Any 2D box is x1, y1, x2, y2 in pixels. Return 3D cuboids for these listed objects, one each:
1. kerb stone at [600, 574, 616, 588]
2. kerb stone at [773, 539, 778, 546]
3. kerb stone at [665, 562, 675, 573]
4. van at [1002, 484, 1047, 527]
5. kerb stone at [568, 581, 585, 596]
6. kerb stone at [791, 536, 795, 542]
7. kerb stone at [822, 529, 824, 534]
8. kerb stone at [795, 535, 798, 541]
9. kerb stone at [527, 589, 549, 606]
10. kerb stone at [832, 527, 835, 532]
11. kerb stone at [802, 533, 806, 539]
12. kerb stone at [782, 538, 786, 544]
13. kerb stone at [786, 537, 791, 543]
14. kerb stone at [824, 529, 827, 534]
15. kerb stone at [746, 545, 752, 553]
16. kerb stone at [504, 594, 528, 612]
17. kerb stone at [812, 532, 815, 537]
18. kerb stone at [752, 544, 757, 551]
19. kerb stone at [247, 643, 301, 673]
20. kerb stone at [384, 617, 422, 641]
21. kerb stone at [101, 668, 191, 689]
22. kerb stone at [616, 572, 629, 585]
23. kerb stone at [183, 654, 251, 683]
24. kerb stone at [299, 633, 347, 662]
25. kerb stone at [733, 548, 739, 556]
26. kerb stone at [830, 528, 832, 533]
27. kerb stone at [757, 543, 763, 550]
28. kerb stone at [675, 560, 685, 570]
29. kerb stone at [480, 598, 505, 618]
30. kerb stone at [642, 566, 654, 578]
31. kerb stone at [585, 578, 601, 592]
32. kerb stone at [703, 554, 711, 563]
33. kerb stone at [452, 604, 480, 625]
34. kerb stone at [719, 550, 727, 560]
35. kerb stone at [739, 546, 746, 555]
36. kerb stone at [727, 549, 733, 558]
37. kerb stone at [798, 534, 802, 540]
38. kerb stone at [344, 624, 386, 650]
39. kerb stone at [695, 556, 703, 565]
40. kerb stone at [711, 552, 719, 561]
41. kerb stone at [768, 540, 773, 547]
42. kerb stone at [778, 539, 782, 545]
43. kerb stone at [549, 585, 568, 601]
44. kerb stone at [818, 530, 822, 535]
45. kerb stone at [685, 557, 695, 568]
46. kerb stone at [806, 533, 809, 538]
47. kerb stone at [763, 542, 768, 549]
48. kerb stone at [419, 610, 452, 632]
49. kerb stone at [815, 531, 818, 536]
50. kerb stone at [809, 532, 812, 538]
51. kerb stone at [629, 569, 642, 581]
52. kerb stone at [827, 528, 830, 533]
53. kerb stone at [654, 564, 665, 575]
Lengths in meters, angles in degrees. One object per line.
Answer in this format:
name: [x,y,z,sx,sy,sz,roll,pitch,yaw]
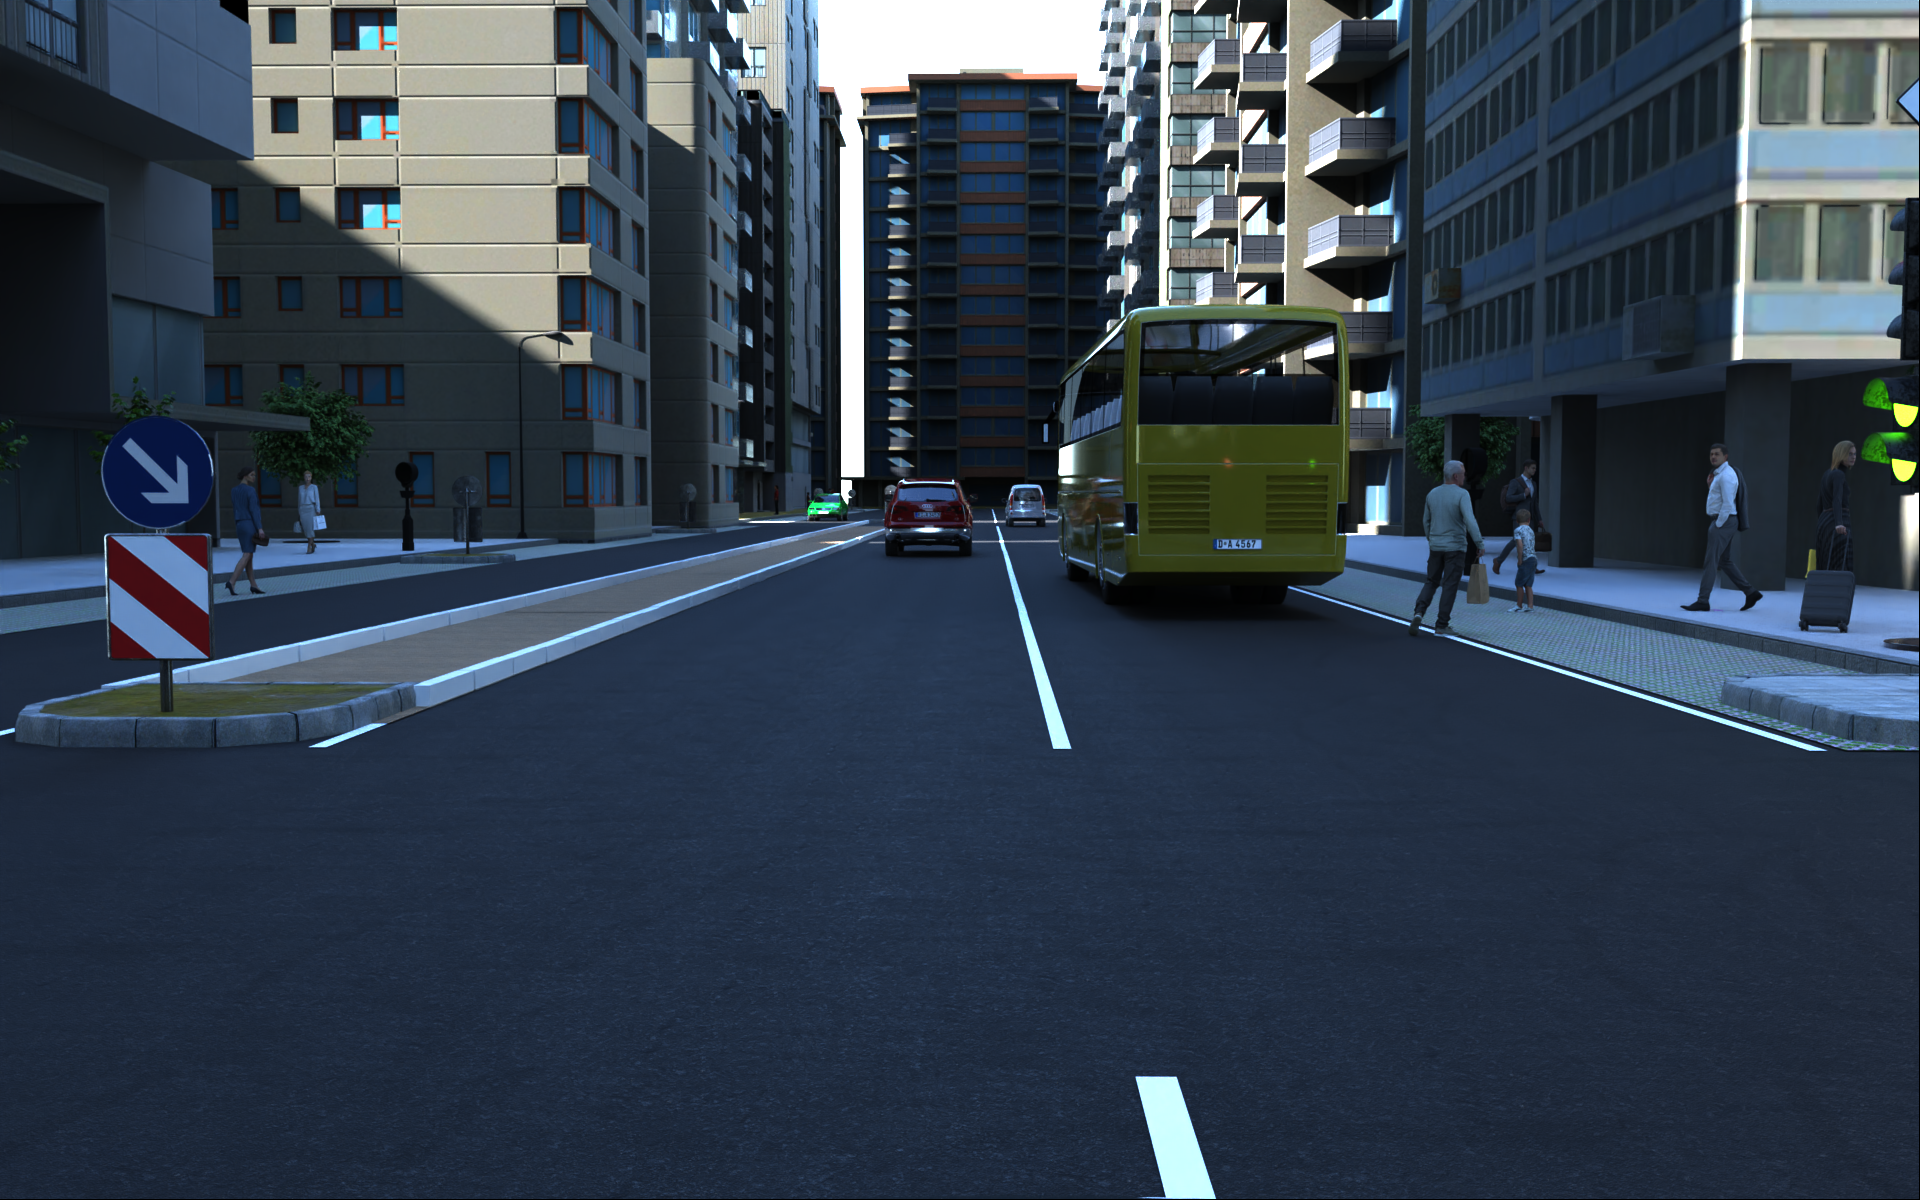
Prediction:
kerb stone: [-5.472,-0.262,26.473,0.120,0.150,1.000,0,4,1]
kerb stone: [-5.134,-1.516,46.989,0.120,0.150,1.000,0,4,1]
kerb stone: [-5.388,-0.575,31.598,0.120,0.150,1.000,0,4,1]
van: [2.899,-4.288,77.112,2.013,2.044,4.112,0,4,-1]
kerb stone: [-5.498,-0.137,24.429,0.120,0.150,1.000,0,4,1]
kerb stone: [-5.073,-1.767,51.093,0.120,0.150,1.000,0,4,1]
kerb stone: [-4.921,-2.331,60.324,0.120,0.150,1.000,0,4,1]
kerb stone: [-5.056,-1.822,52.116,0.120,0.150,1.000,0,4,1]
kerb stone: [-5.531,-0.009,22.385,0.120,0.150,1.000,0,4,1]
kerb stone: [-4.849,-2.582,64.417,0.120,0.150,1.000,0,4,1]
kerb stone: [-5.021,-1.956,54.176,0.120,0.150,1.000,0,4,1]
kerb stone: [-5.107,-1.642,49.036,0.120,0.150,1.000,0,4,1]
kerb stone: [-5.088,-1.704,50.061,0.120,0.150,1.000,0,4,1]
kerb stone: [-4.901,-2.392,61.346,0.120,0.150,1.000,0,4,1]
kerb stone: [-5.225,-1.203,41.861,0.120,0.150,1.000,0,4,1]
kerb stone: [-5.554,0.053,21.362,0.120,0.150,1.000,0,4,1]
kerb stone: [-4.976,-2.144,57.257,0.120,0.150,1.000,0,4,1]
kerb stone: [-5.205,-1.265,42.883,0.120,0.150,1.000,0,4,1]
kerb stone: [-5.675,0.490,14.183,0.120,0.150,1.000,0,4,1]
kerb stone: [-5.612,0.303,17.249,0.120,0.150,1.000,0,4,1]
kerb stone: [-5.700,0.618,12.133,0.120,0.150,1.000,0,4,1]
kerb stone: [-5.456,-0.324,27.499,0.120,0.150,1.000,0,4,1]
kerb stone: [-5.682,0.553,13.160,0.120,0.150,1.000,0,4,1]
kerb stone: [-5.647,0.428,15.205,0.120,0.150,1.000,0,4,1]
kerb stone: [-5.259,-1.077,39.806,0.120,0.150,1.000,0,4,1]
kerb stone: [-4.876,-2.519,63.391,0.120,0.150,1.000,0,4,1]
kerb stone: [-5.191,-1.328,43.911,0.120,0.150,1.000,0,4,1]
kerb stone: [-5.371,-0.638,32.627,0.120,0.150,1.000,0,4,1]
kerb stone: [-5.568,0.115,20.334,0.120,0.150,1.000,0,4,1]
kerb stone: [-5.415,-0.450,29.550,0.120,0.150,1.000,0,4,1]
kerb stone: [-5.482,-0.199,25.451,0.120,0.150,1.000,0,4,1]
kerb stone: [-5.323,-0.826,35.706,0.120,0.150,1.000,0,4,1]
kerb stone: [-5.583,0.177,19.307,0.120,0.150,1.000,0,4,1]
kerb stone: [-5.281,-0.946,37.761,0.120,0.150,1.000,0,4,1]
kerb stone: [-5.237,-1.140,40.834,0.120,0.150,1.000,0,4,1]
kerb stone: [-5.274,-1.010,38.783,0.120,0.150,1.000,0,4,1]
kerb stone: [-5.039,-1.881,53.151,0.120,0.150,1.000,0,4,1]
kerb stone: [-5.640,0.365,16.227,0.120,0.150,1.000,0,4,1]
kerb stone: [-5.333,-0.764,34.679,0.120,0.150,1.000,0,4,1]
kerb stone: [-5.301,-0.887,36.736,0.120,0.150,1.000,0,4,1]
kerb stone: [-5.165,-1.454,45.964,0.120,0.150,1.000,0,4,1]
kerb stone: [-5.120,-1.579,48.014,0.120,0.150,1.000,0,4,1]
kerb stone: [-5.518,-0.074,23.407,0.120,0.150,1.000,0,4,1]
kerb stone: [-4.926,-2.266,59.302,0.120,0.150,1.000,0,4,1]
kerb stone: [-5.351,-0.694,33.649,0.120,0.150,1.000,0,4,1]
kerb stone: [-5.002,-2.015,55.204,0.120,0.150,1.000,0,4,1]
kerb stone: [-5.169,-1.390,44.936,0.120,0.150,1.000,0,4,1]
kerb stone: [-5.608,0.240,18.278,0.120,0.150,1.000,0,4,1]
kerb stone: [-4.959,-2.207,58.279,0.120,0.150,1.000,0,4,1]
kerb stone: [-4.991,-2.081,56.226,0.120,0.150,1.000,0,4,1]
kerb stone: [-5.436,-0.385,28.528,0.120,0.150,1.000,0,4,1]
kerb stone: [-4.889,-2.457,62.369,0.120,0.150,1.000,0,4,1]
kerb stone: [-5.402,-0.512,30.576,0.120,0.150,1.000,0,4,1]
